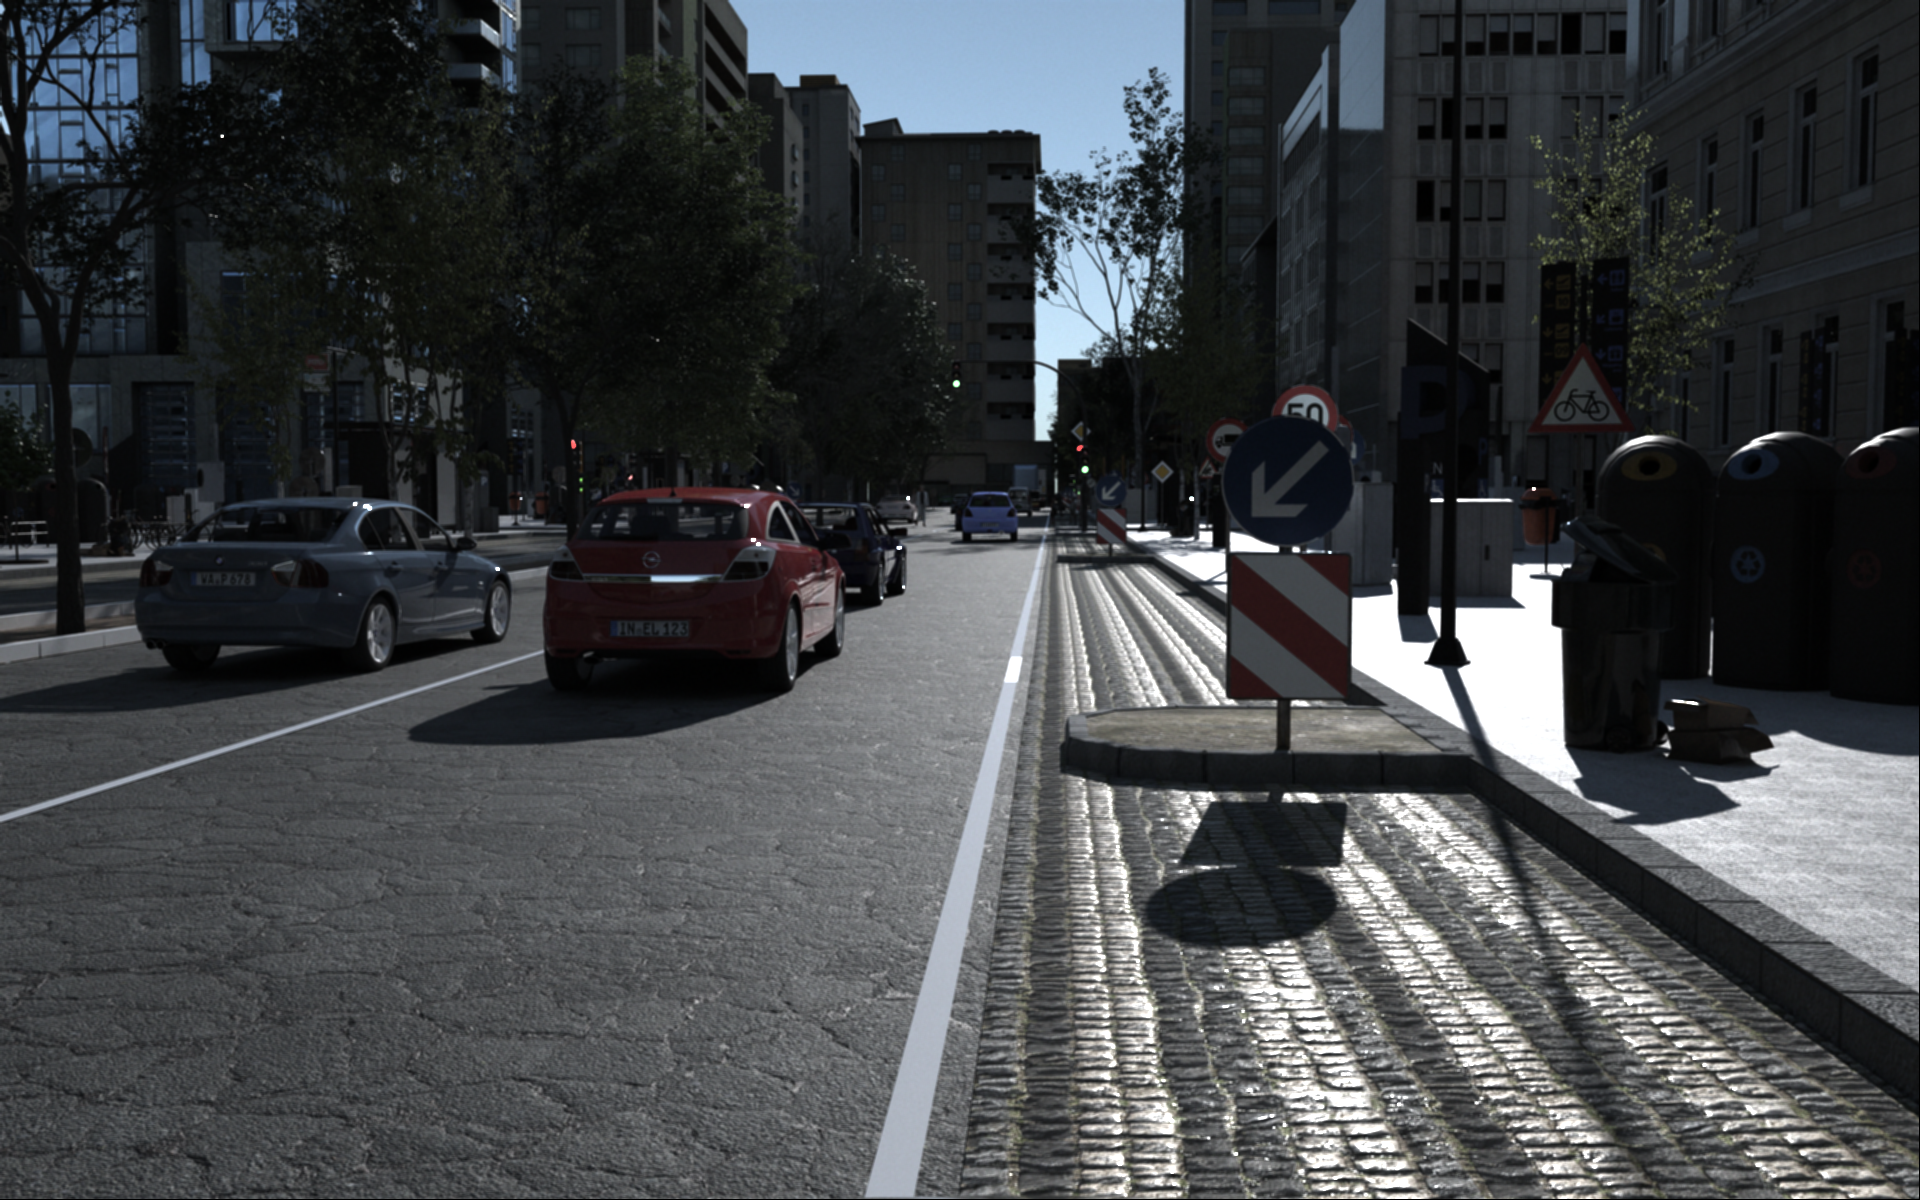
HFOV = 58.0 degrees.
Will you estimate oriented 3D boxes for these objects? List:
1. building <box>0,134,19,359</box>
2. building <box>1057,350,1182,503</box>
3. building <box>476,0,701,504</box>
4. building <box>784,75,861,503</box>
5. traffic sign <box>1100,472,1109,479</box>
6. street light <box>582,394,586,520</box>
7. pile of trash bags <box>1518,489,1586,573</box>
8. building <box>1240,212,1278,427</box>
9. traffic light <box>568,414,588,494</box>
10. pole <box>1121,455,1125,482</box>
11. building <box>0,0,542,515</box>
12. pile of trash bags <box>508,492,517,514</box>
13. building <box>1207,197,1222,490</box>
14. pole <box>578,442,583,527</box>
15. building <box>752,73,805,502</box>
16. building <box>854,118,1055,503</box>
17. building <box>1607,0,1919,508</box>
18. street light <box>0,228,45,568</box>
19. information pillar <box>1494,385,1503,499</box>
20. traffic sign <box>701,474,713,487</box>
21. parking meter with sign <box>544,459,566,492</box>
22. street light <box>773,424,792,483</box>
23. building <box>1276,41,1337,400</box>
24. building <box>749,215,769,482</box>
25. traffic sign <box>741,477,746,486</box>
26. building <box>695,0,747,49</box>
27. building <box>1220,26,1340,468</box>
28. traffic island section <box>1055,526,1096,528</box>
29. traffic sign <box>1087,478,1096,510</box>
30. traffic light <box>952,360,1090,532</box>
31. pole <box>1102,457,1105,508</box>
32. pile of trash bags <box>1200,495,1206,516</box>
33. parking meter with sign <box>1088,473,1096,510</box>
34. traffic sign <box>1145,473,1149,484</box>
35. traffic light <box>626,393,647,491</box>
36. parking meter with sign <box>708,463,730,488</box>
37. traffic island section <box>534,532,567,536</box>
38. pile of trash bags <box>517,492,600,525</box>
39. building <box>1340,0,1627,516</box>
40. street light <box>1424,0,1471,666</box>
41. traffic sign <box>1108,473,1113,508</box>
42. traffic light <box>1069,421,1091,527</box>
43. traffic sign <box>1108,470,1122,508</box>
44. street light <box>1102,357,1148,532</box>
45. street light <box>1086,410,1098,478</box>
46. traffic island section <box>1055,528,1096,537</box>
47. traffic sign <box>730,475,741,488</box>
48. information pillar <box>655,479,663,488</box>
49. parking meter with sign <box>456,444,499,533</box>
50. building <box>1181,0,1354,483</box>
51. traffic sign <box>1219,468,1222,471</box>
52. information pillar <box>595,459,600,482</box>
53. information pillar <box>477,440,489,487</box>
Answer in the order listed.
[{"bbox_3d":[-65.424,-15.192,93.421,28.899,21.520,27.650,0,4,3],"label":"building"},{"bbox_3d":[28.496,-24.683,248.610,28.899,21.520,27.650,0,4,3],"label":"building"},{"bbox_3d":[-27.731,-27.222,128.672,14.154,41.232,14.086,0,4,3],"label":"building"},{"bbox_3d":[-28.507,-43.142,247.376,28.212,58.520,21.231,0,4,3],"label":"building"},{"bbox_3d":[8.381,-6.047,98.970,0.768,2.556,0.104,1,4,12],"label":"traffic sign"},{"bbox_3d":[-14.257,-5.840,68.024,1.470,5.913,1.316,0,4,3],"label":"street light"},{"bbox_3d":[10.855,-1.152,28.593,3.447,1.369,1.912,-1,4,-11],"label":"pile of trash bags"},{"bbox_3d":[28.960,-18.749,125.614,14.314,24.678,30.058,0,4,3],"label":"building"},{"bbox_3d":[-13.283,-4.326,59.650,0.839,4.253,0.868,0,4,3],"label":"traffic light"},{"bbox_3d":[8.577,-5.949,91.112,0.158,3.312,0.155,0,3,0],"label":"pole"},{"bbox_3d":[-36.797,-47.761,93.568,22.319,86.520,31.000,0,4,3],"label":"building"},{"bbox_3d":[-21.361,-4.796,88.174,3.447,1.369,1.912,1,4,12],"label":"pile of trash bags"},{"bbox_3d":[31.214,-24.363,170.041,14.160,30.474,14.107,0,4,3],"label":"building"},{"bbox_3d":[-14.744,-4.491,67.263,0.158,3.312,0.155,0,3,0],"label":"pole"},{"bbox_3d":[-29.753,-35.102,197.625,21.600,48.544,21.300,0,4,3],"label":"building"},{"bbox_3d":[0.055,-40.448,250.564,27.495,52.752,28.713,0,4,3],"label":"building"},{"bbox_3d":[22.899,-15.232,34.949,13.634,28.700,20.117,0,4,3],"label":"building"},{"bbox_3d":[-16.340,-3.510,29.926,1.470,5.913,1.316,0,4,3],"label":"street light"},{"bbox_3d":[11.700,-2.832,37.653,0.183,3.616,0.504,1,4,10],"label":"information pillar"},{"bbox_3d":[-15.796,-6.597,107.975,0.768,2.556,0.104,0,4,7],"label":"traffic sign"},{"bbox_3d":[-19.715,-5.478,85.819,1.738,3.016,0.543,-1,4,-13],"label":"parking meter with sign"},{"bbox_3d":[-11.746,-8.647,113.926,1.470,5.913,1.316,0,4,3],"label":"street light"},{"bbox_3d":[25.726,-17.277,100.497,12.078,24.808,19.932,0,4,3],"label":"building"},{"bbox_3d":[-27.193,-24.537,172.887,14.160,30.474,14.107,0,4,3],"label":"building"},{"bbox_3d":[-15.357,-7.619,124.684,0.768,2.556,0.104,0,4,4],"label":"traffic sign"},{"bbox_3d":[-31.262,-32.478,154.709,21.300,48.544,21.600,0,4,3],"label":"building"},{"bbox_3d":[30.384,-28.873,155.664,14.154,41.232,14.086,0,4,3],"label":"building"},{"bbox_3d":[4.677,-2.723,66.802,2.009,0.180,2.903,0,4,3],"label":"traffic island section"},{"bbox_3d":[10.329,-8.346,136.568,0.768,2.556,0.104,1,4,12],"label":"traffic sign"},{"bbox_3d":[2.110,-5.139,58.689,4.771,5.953,1.251,0,4,3],"label":"traffic light"},{"bbox_3d":[7.886,-6.180,94.886,0.158,3.312,0.155,0,3,0],"label":"pole"},{"bbox_3d":[14.562,-5.578,100.958,3.447,1.369,1.912,-2,4,-27],"label":"pile of trash bags"},{"bbox_3d":[10.694,-8.763,139.541,0.543,3.016,1.738,-1,4,-23],"label":"parking meter with sign"},{"bbox_3d":[10.345,-6.016,98.468,0.768,2.556,0.104,1,4,9],"label":"traffic sign"},{"bbox_3d":[-10.755,-5.681,67.545,4.771,5.953,1.251,0,4,3],"label":"traffic light"},{"bbox_3d":[-13.562,-6.084,95.728,0.543,3.016,1.738,3,5,42],"label":"parking meter with sign"},{"bbox_3d":[-13.322,-2.294,59.787,2.009,0.180,2.903,0,4,3],"label":"traffic island section"},{"bbox_3d":[-16.737,-3.896,73.455,1.912,1.369,3.447,2,4,28],"label":"pile of trash bags"},{"bbox_3d":[28.678,-16.092,81.128,19.932,24.808,12.078,0,4,3],"label":"building"},{"bbox_3d":[3.146,-2.472,12.954,1.470,5.913,1.316,0,4,3],"label":"street light"},{"bbox_3d":[8.498,-5.894,96.480,0.768,2.556,0.104,0,4,7],"label":"traffic sign"},{"bbox_3d":[4.637,-4.757,66.691,0.839,4.253,0.868,0,4,3],"label":"traffic light"},{"bbox_3d":[8.039,-5.487,89.821,0.768,2.556,0.104,1,4,11],"label":"traffic sign"},{"bbox_3d":[5.663,-5.265,58.625,1.470,5.913,1.316,0,4,3],"label":"street light"},{"bbox_3d":[7.616,-7.531,95.666,1.470,5.913,1.316,0,4,3],"label":"street light"},{"bbox_3d":[4.243,-2.235,58.829,2.009,0.180,2.903,0,4,3],"label":"traffic island section"},{"bbox_3d":[-14.774,-6.960,113.902,0.768,2.556,0.104,1,4,8],"label":"traffic sign"},{"bbox_3d":[-14.200,-4.732,81.859,0.304,2.012,0.304,-2,4,-26],"label":"information pillar"},{"bbox_3d":[-16.081,-3.755,57.656,1.738,3.016,0.543,2,4,32],"label":"parking meter with sign"},{"bbox_3d":[35.091,-39.664,190.509,21.231,58.520,28.212,0,4,3],"label":"building"},{"bbox_3d":[10.325,-3.976,67.134,0.606,2.300,0.079,0,4,4],"label":"traffic sign"},{"bbox_3d":[-24.368,-7.676,116.850,0.504,3.616,0.183,-1,4,-22],"label":"information pillar"},{"bbox_3d":[-20.566,-5.101,74.752,0.504,3.616,0.183,1,4,14],"label":"information pillar"}]
